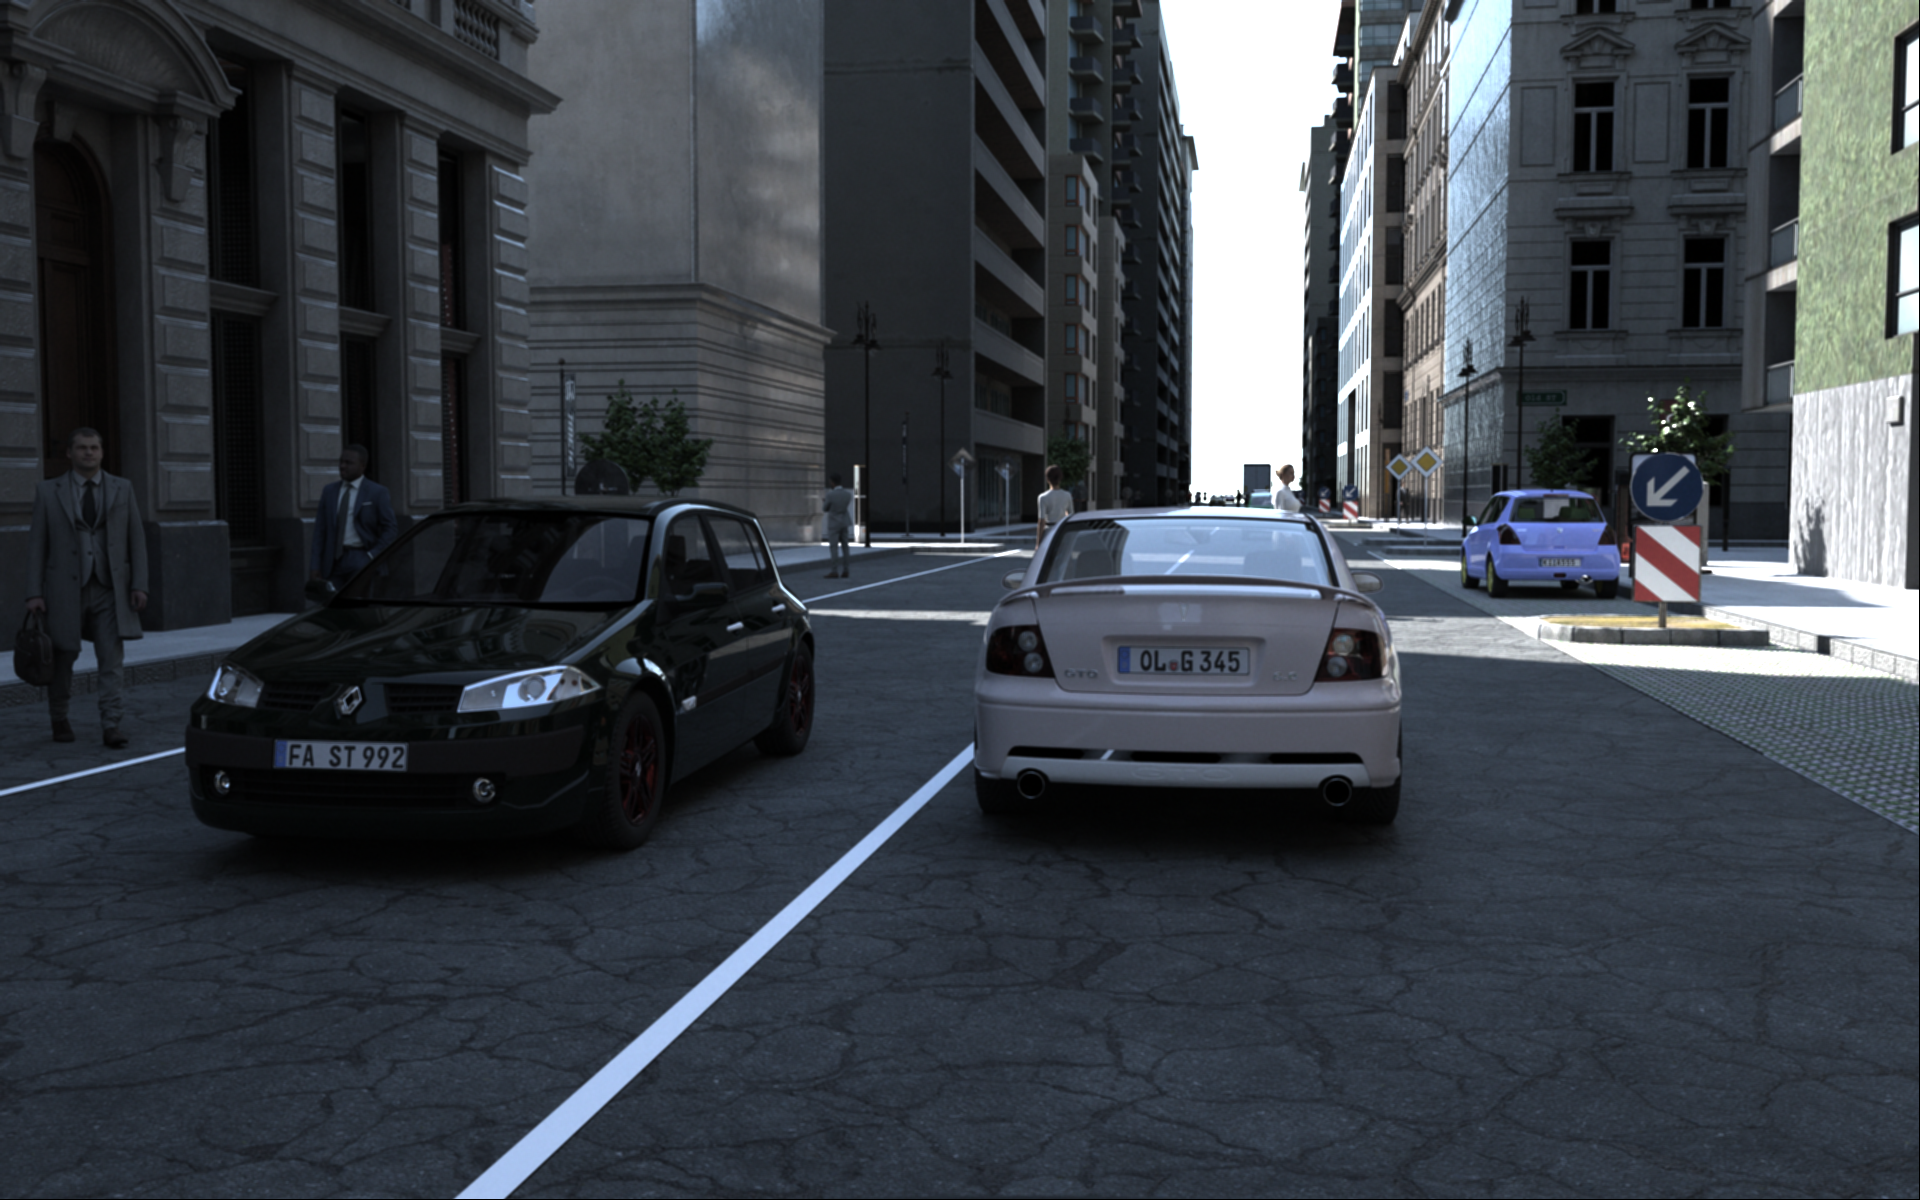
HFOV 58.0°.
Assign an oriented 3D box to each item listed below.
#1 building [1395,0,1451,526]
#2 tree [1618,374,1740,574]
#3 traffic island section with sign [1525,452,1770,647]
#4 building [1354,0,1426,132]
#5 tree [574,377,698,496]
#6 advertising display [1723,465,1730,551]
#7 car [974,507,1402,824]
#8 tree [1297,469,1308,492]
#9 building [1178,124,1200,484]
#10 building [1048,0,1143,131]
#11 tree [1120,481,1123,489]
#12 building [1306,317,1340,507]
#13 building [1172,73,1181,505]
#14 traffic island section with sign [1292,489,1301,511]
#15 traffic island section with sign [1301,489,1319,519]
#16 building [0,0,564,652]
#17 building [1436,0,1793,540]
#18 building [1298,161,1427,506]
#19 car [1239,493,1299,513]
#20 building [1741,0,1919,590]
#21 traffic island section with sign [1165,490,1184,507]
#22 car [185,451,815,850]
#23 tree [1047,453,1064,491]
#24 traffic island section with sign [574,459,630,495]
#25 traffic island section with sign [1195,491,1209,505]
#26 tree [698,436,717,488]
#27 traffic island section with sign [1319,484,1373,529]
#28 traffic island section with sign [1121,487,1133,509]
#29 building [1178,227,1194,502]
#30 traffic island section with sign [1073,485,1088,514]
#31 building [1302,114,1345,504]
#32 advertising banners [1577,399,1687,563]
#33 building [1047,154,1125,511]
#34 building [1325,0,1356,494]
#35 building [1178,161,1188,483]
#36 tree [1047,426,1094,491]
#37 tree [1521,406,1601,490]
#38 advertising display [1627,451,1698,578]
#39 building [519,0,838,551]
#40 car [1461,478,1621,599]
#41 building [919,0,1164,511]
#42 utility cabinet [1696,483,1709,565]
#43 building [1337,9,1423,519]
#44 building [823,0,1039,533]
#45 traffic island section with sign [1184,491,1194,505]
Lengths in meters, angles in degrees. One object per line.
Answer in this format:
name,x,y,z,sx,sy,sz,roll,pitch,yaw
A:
building,26.319,-17.043,75.912,12.463,27.353,25.104,1,4,10
tree,11.807,-2.046,28.055,1.663,3.219,1.824,0,3,0
traffic island section with sign,6.741,-0.527,17.250,1.989,1.847,2.006,1,4,10
building,36.998,-27.420,131.915,14.154,41.232,14.086,1,4,10
tree,-5.656,-2.092,28.809,1.663,3.219,1.824,0,3,0
advertising display,17.307,-2.074,39.117,0.123,1.923,0.974,2,4,24
car,1.188,0.205,9.014,2.083,1.381,4.827,0,4,8
tree,41.643,-13.560,205.422,4.285,4.588,4.351,0,3,0
building,19.853,-40.543,252.118,28.713,52.752,27.495,1,4,10
building,3.202,-29.760,141.203,22.147,44.769,28.867,1,4,10
tree,10.490,-7.582,118.567,1.663,3.219,1.824,0,3,0
building,50.920,-20.568,181.333,27.650,21.520,28.899,1,4,10
building,12.675,-34.529,188.253,21.300,48.544,21.600,1,4,10
traffic island section with sign,29.037,-8.530,148.089,1.989,1.847,2.006,1,4,10
traffic island section with sign,20.576,-5.493,98.442,1.989,1.847,2.006,1,4,10
building,-12.254,-11.418,15.558,11.050,23.489,19.941,1,4,10
building,37.818,-16.885,52.492,44.131,29.872,17.030,1,4,10
building,66.105,-41.254,263.744,28.713,52.752,27.495,1,4,10
car,9.892,-2.842,55.262,1.959,1.807,4.718,1,4,9
building,20.724,-21.034,27.505,14.154,41.232,14.086,1,4,10
traffic island section with sign,18.099,-8.617,149.507,1.989,1.847,2.006,1,4,10
car,-1.922,0.090,8.316,2.009,1.686,4.222,1,4,9
tree,3.992,-5.296,81.190,1.663,3.219,1.824,0,3,0
traffic island section with sign,-4.122,-0.641,19.104,1.989,1.847,2.006,1,4,10
traffic island section with sign,32.035,-13.620,231.309,1.989,1.847,2.006,1,4,10
tree,-5.113,-2.247,31.337,1.663,3.219,1.824,0,3,0
traffic island section with sign,16.047,-3.868,71.868,1.989,1.847,2.006,1,4,10
traffic island section with sign,9.721,-5.609,100.331,1.989,1.847,2.006,1,4,10
building,29.383,-38.026,271.834,14.600,45.320,14.200,1,4,10
traffic island section with sign,5.123,-3.957,73.329,1.989,1.847,2.006,1,4,10
building,54.010,-36.230,216.058,21.300,48.544,21.600,1,4,10
advertising banners,12.383,-2.193,32.038,2.074,3.025,0.090,0,4,3
building,-4.971,-15.893,104.889,27.650,21.520,28.899,1,4,10
building,43.924,-30.447,152.435,22.147,44.769,28.867,1,4,10
building,17.964,-34.832,224.122,22.147,44.769,28.867,1,4,10
tree,4.893,-6.155,84.345,4.285,4.588,4.351,0,3,0
tree,13.190,-2.657,38.039,1.663,3.219,1.824,0,3,0
advertising display,10.693,-1.295,26.381,0.974,1.923,0.123,1,4,16
building,-13.911,-12.446,39.643,21.152,22.565,11.583,1,4,10
car,8.286,-0.940,24.967,1.945,1.707,3.694,0,4,8
building,8.871,-33.182,166.227,21.300,48.544,21.600,1,4,10
utility cabinet,12.760,-1.367,31.038,1.173,1.500,0.318,0,4,6
building,33.591,-18.360,104.701,19.350,26.468,34.151,1,4,10
building,-8.395,-27.118,67.074,21.300,48.544,21.600,1,4,10
traffic island section with sign,22.650,-10.250,176.209,1.989,1.847,2.006,1,4,10
